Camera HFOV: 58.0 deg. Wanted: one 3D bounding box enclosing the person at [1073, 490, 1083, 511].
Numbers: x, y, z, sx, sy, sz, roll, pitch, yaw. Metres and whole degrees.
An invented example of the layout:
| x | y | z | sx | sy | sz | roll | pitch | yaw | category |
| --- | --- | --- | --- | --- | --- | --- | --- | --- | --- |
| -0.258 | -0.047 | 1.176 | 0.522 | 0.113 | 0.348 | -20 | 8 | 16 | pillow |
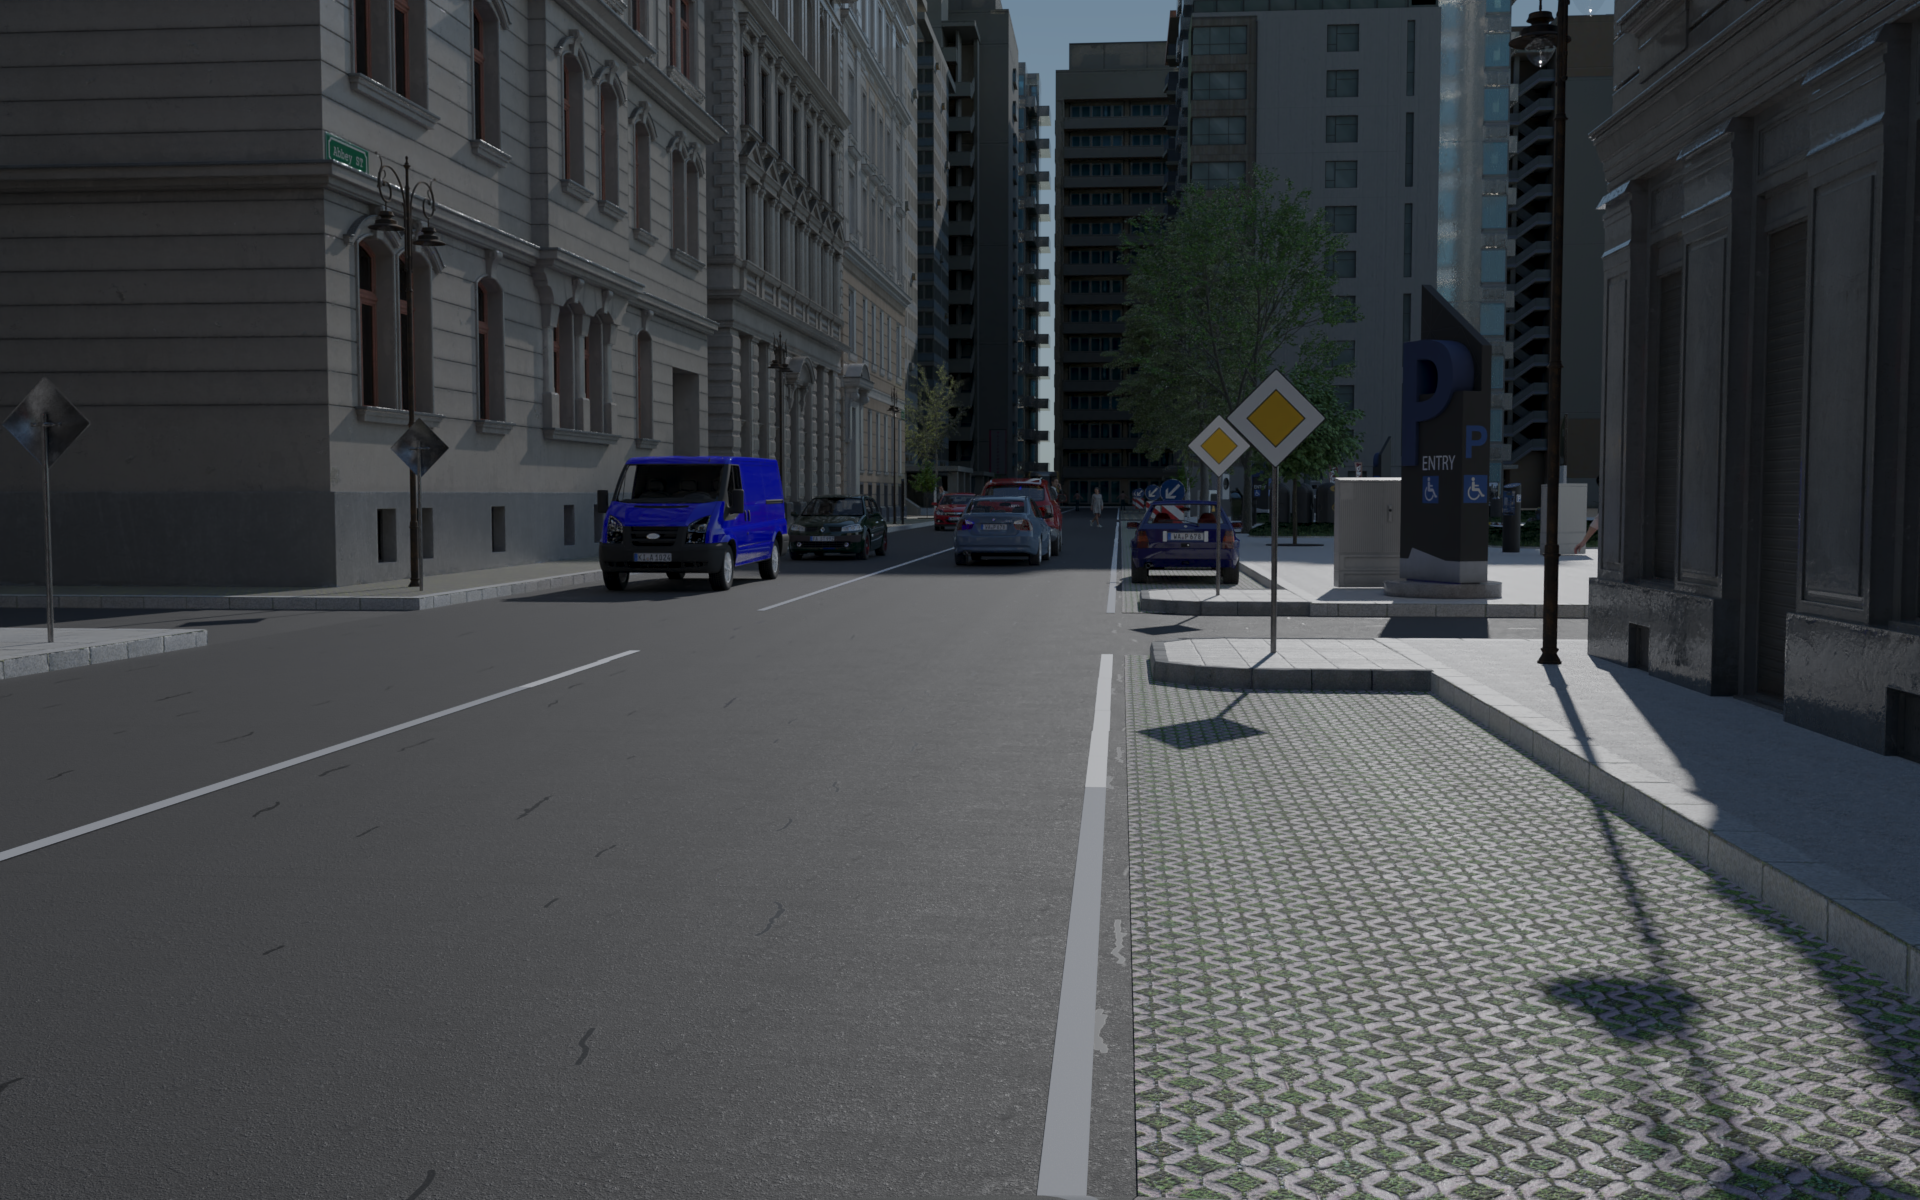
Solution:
| x | y | z | sx | sy | sz | roll | pitch | yaw | category |
| --- | --- | --- | --- | --- | --- | --- | --- | --- | --- |
| 9.827 | -8.248 | 144.071 | 0.721 | 1.736 | 1.217 | -3 | 5 | -39 | person |

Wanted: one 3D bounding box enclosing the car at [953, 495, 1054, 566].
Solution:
| x | y | z | sx | sy | sz | roll | pitch | yaw | category |
| --- | --- | --- | --- | --- | --- | --- | --- | --- | --- |
| 0.918 | -1.474 | 36.105 | 2.014 | 1.417 | 4.499 | 0 | 4 | 7 | car |

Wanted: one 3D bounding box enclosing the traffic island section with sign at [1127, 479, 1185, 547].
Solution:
| x | y | z | sx | sy | sz | roll | pitch | yaw | category |
| --- | --- | --- | --- | --- | --- | --- | --- | --- | --- |
| 5.570 | -2.314 | 46.470 | 1.989 | 1.847 | 2.006 | 0 | 4 | 5 | traffic island section with sign |

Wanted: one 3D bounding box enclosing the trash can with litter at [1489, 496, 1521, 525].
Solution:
| x | y | z | sx | sy | sz | roll | pitch | yaw | category |
| --- | --- | --- | --- | --- | --- | --- | --- | --- | --- |
| 22.304 | -3.668 | 71.031 | 1.678 | 1.210 | 2.233 | -3 | 5 | -45 | trash can with litter |

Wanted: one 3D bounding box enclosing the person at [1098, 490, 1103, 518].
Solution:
| x | y | z | sx | sy | sz | roll | pitch | yaw | category |
| --- | --- | --- | --- | --- | --- | --- | --- | --- | --- |
| 8.406 | -5.849 | 105.058 | 0.541 | 1.710 | 0.530 | -1 | 4 | -18 | person |

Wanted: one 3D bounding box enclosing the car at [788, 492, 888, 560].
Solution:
| x | y | z | sx | sy | sz | roll | pitch | yaw | category |
| --- | --- | --- | --- | --- | --- | --- | --- | --- | --- |
| -2.716 | -1.786 | 38.993 | 2.009 | 1.686 | 4.222 | 0 | 4 | 6 | car |

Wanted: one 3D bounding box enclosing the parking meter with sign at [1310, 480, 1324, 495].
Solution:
| x | y | z | sx | sy | sz | roll | pitch | yaw | category |
| --- | --- | --- | --- | --- | --- | --- | --- | --- | --- |
| 19.694 | -6.078 | 95.632 | 1.738 | 3.016 | 0.543 | 2 | 4 | 28 | parking meter with sign |

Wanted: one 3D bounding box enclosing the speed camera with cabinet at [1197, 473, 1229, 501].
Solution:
| x | y | z | sx | sy | sz | roll | pitch | yaw | category |
| --- | --- | --- | --- | --- | --- | --- | --- | --- | --- |
| 10.941 | -4.915 | 74.702 | 0.660 | 3.252 | 2.038 | 2 | 4 | 34 | speed camera with cabinet |

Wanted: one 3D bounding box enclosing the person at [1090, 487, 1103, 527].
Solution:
| x | y | z | sx | sy | sz | roll | pitch | yaw | category |
| --- | --- | --- | --- | --- | --- | --- | --- | --- | --- |
| 5.893 | -4.030 | 75.146 | 0.466 | 1.731 | 0.760 | -3 | 5 | -43 | person |

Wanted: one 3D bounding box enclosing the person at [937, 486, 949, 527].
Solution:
| x | y | z | sx | sy | sz | roll | pitch | yaw | category |
| --- | --- | --- | --- | --- | --- | --- | --- | --- | --- |
| -0.713 | -4.152 | 76.566 | 0.592 | 1.802 | 0.473 | 0 | 4 | 2 | person |

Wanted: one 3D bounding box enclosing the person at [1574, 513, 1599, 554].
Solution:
| x | y | z | sx | sy | sz | roll | pitch | yaw | category |
| --- | --- | --- | --- | --- | --- | --- | --- | --- | --- |
| 6.551 | -0.508 | 17.473 | 0.731 | 1.740 | 0.598 | 0 | 4 | -6 | person |

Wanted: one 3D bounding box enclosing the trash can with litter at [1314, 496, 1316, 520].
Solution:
| x | y | z | sx | sy | sz | roll | pitch | yaw | category |
| --- | --- | --- | --- | --- | --- | --- | --- | --- | --- |
| 18.048 | -4.543 | 85.334 | 2.233 | 1.210 | 1.678 | -1 | 4 | -21 | trash can with litter |

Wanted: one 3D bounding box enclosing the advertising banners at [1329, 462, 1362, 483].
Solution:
| x | y | z | sx | sy | sz | roll | pitch | yaw | category |
| --- | --- | --- | --- | --- | --- | --- | --- | --- | --- |
| 19.449 | -5.540 | 86.774 | 2.074 | 3.025 | 0.090 | 1 | 4 | 10 | advertising banners |

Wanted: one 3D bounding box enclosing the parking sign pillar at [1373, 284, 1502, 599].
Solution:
| x | y | z | sx | sy | sz | roll | pitch | yaw | category |
| --- | --- | --- | --- | --- | --- | --- | --- | --- | --- |
| 6.084 | -2.034 | 21.733 | 1.447 | 3.967 | 1.447 | -1 | 4 | -19 | parking sign pillar |

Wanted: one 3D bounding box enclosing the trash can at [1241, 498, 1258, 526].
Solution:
| x | y | z | sx | sy | sz | roll | pitch | yaw | category |
| --- | --- | --- | --- | --- | --- | --- | --- | --- | --- |
| 11.606 | -3.542 | 69.566 | 0.748 | 1.137 | 0.748 | 0 | 3 | 0 | trash can |

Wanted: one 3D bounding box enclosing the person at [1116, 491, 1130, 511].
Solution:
| x | y | z | sx | sy | sz | roll | pitch | yaw | category |
| --- | --- | --- | --- | --- | --- | --- | --- | --- | --- |
| 13.980 | -8.522 | 148.538 | 1.217 | 1.736 | 0.721 | 1 | 4 | 9 | person |

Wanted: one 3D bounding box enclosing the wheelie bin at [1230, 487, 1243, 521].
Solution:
| x | y | z | sx | sy | sz | roll | pitch | yaw | category |
| --- | --- | --- | --- | --- | --- | --- | --- | --- | --- |
| 13.255 | -4.589 | 82.934 | 0.693 | 1.594 | 0.980 | 0 | 4 | 2 | wheelie bin |

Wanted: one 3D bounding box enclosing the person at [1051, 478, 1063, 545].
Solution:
| x | y | z | sx | sy | sz | roll | pitch | yaw | category |
| --- | --- | --- | --- | --- | --- | --- | --- | --- | --- |
| 2.712 | -2.528 | 49.188 | 0.474 | 1.900 | 0.648 | 0 | 4 | 6 | person |

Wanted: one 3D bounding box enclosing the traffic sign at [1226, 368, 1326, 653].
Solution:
| x | y | z | sx | sy | sz | roll | pitch | yaw | category |
| --- | --- | --- | --- | --- | --- | --- | --- | --- | --- |
| 2.532 | -0.630 | 13.950 | 0.795 | 2.450 | 0.064 | 0 | 4 | 5 | traffic sign |

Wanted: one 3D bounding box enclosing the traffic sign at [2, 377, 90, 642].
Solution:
| x | y | z | sx | sy | sz | roll | pitch | yaw | category |
| --- | --- | --- | --- | --- | --- | --- | --- | --- | --- |
| -7.866 | -0.690 | 14.928 | 0.795 | 2.450 | 0.064 | 0 | 4 | 5 | traffic sign |

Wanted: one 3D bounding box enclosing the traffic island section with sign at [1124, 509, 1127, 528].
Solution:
| x | y | z | sx | sy | sz | roll | pitch | yaw | category |
| --- | --- | --- | --- | --- | --- | --- | --- | --- | --- |
| 8.071 | -3.968 | 73.510 | 1.989 | 1.847 | 2.006 | 0 | 4 | 5 | traffic island section with sign |

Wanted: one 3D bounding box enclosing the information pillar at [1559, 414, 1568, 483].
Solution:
| x | y | z | sx | sy | sz | roll | pitch | yaw | category |
| --- | --- | --- | --- | --- | --- | --- | --- | --- | --- |
| 17.636 | -3.626 | 50.636 | 0.183 | 3.616 | 0.504 | 0 | 4 | 6 | information pillar |

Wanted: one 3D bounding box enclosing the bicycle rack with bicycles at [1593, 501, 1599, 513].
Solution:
| x | y | z | sx | sy | sz | roll | pitch | yaw | category |
| --- | --- | --- | --- | --- | --- | --- | --- | --- | --- |
| 30.533 | -4.358 | 84.636 | 2.852 | 0.926 | 2.925 | 1 | 4 | 15 | bicycle rack with bicycles |

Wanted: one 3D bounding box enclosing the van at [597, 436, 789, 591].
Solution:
| x | y | z | sx | sy | sz | roll | pitch | yaw | category |
| --- | --- | --- | --- | --- | --- | --- | --- | --- | --- |
| -4.175 | -1.416 | 27.544 | 2.240 | 2.365 | 5.245 | 0 | 4 | 6 | van |

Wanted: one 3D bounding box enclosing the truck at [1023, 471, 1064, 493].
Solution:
| x | y | z | sx | sy | sz | roll | pitch | yaw | category |
| --- | --- | --- | --- | --- | --- | --- | --- | --- | --- |
| 7.299 | -9.435 | 150.179 | 3.469 | 3.379 | 9.791 | 0 | 4 | 3 | truck |

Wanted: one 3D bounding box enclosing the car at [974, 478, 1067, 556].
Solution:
| x | y | z | sx | sy | sz | roll | pitch | yaw | category |
| --- | --- | --- | --- | --- | --- | --- | --- | --- | --- |
| 1.419 | -2.022 | 41.740 | 2.281 | 1.827 | 5.304 | 0 | 4 | 4 | car |

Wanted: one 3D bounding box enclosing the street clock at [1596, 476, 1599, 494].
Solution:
| x | y | z | sx | sy | sz | roll | pitch | yaw | category |
| --- | --- | --- | --- | --- | --- | --- | --- | --- | --- |
| 23.049 | -3.519 | 62.100 | 0.471 | 2.002 | 0.358 | 2 | 4 | 25 | street clock |

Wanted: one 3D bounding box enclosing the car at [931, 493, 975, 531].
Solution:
| x | y | z | sx | sy | sz | roll | pitch | yaw | category |
| --- | --- | --- | --- | --- | --- | --- | --- | --- | --- |
| -0.034 | -3.654 | 68.789 | 2.155 | 1.783 | 4.494 | 0 | 4 | 3 | car |

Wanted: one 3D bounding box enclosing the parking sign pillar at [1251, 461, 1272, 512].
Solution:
| x | y | z | sx | sy | sz | roll | pitch | yaw | category |
| --- | --- | --- | --- | --- | --- | --- | --- | --- | --- |
| 16.037 | -6.388 | 92.908 | 1.447 | 3.967 | 1.447 | 2 | 4 | 35 | parking sign pillar |

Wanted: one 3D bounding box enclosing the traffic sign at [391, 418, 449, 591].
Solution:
| x | y | z | sx | sy | sz | roll | pitch | yaw | category |
| --- | --- | --- | --- | --- | --- | --- | --- | --- | --- |
| -7.131 | -1.177 | 22.879 | 0.795 | 2.450 | 0.064 | 0 | 4 | 5 | traffic sign |

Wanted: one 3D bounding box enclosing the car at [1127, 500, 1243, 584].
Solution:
| x | y | z | sx | sy | sz | roll | pitch | yaw | category |
| --- | --- | --- | --- | --- | --- | --- | --- | --- | --- |
| 3.743 | -0.995 | 28.851 | 1.945 | 1.354 | 3.894 | 0 | 4 | 7 | car |

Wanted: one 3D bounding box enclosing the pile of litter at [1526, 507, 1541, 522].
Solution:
| x | y | z | sx | sy | sz | roll | pitch | yaw | category |
| --- | --- | --- | --- | --- | --- | --- | --- | --- | --- |
| 20.968 | -2.936 | 61.963 | 1.719 | 0.858 | 1.176 | 0 | 4 | 3 | pile of litter |

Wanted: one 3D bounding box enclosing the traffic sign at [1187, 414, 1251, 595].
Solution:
| x | y | z | sx | sy | sz | roll | pitch | yaw | category |
| --- | --- | --- | --- | --- | --- | --- | --- | --- | --- |
| 3.267 | -1.117 | 21.901 | 0.795 | 2.450 | 0.064 | 0 | 4 | 5 | traffic sign |
